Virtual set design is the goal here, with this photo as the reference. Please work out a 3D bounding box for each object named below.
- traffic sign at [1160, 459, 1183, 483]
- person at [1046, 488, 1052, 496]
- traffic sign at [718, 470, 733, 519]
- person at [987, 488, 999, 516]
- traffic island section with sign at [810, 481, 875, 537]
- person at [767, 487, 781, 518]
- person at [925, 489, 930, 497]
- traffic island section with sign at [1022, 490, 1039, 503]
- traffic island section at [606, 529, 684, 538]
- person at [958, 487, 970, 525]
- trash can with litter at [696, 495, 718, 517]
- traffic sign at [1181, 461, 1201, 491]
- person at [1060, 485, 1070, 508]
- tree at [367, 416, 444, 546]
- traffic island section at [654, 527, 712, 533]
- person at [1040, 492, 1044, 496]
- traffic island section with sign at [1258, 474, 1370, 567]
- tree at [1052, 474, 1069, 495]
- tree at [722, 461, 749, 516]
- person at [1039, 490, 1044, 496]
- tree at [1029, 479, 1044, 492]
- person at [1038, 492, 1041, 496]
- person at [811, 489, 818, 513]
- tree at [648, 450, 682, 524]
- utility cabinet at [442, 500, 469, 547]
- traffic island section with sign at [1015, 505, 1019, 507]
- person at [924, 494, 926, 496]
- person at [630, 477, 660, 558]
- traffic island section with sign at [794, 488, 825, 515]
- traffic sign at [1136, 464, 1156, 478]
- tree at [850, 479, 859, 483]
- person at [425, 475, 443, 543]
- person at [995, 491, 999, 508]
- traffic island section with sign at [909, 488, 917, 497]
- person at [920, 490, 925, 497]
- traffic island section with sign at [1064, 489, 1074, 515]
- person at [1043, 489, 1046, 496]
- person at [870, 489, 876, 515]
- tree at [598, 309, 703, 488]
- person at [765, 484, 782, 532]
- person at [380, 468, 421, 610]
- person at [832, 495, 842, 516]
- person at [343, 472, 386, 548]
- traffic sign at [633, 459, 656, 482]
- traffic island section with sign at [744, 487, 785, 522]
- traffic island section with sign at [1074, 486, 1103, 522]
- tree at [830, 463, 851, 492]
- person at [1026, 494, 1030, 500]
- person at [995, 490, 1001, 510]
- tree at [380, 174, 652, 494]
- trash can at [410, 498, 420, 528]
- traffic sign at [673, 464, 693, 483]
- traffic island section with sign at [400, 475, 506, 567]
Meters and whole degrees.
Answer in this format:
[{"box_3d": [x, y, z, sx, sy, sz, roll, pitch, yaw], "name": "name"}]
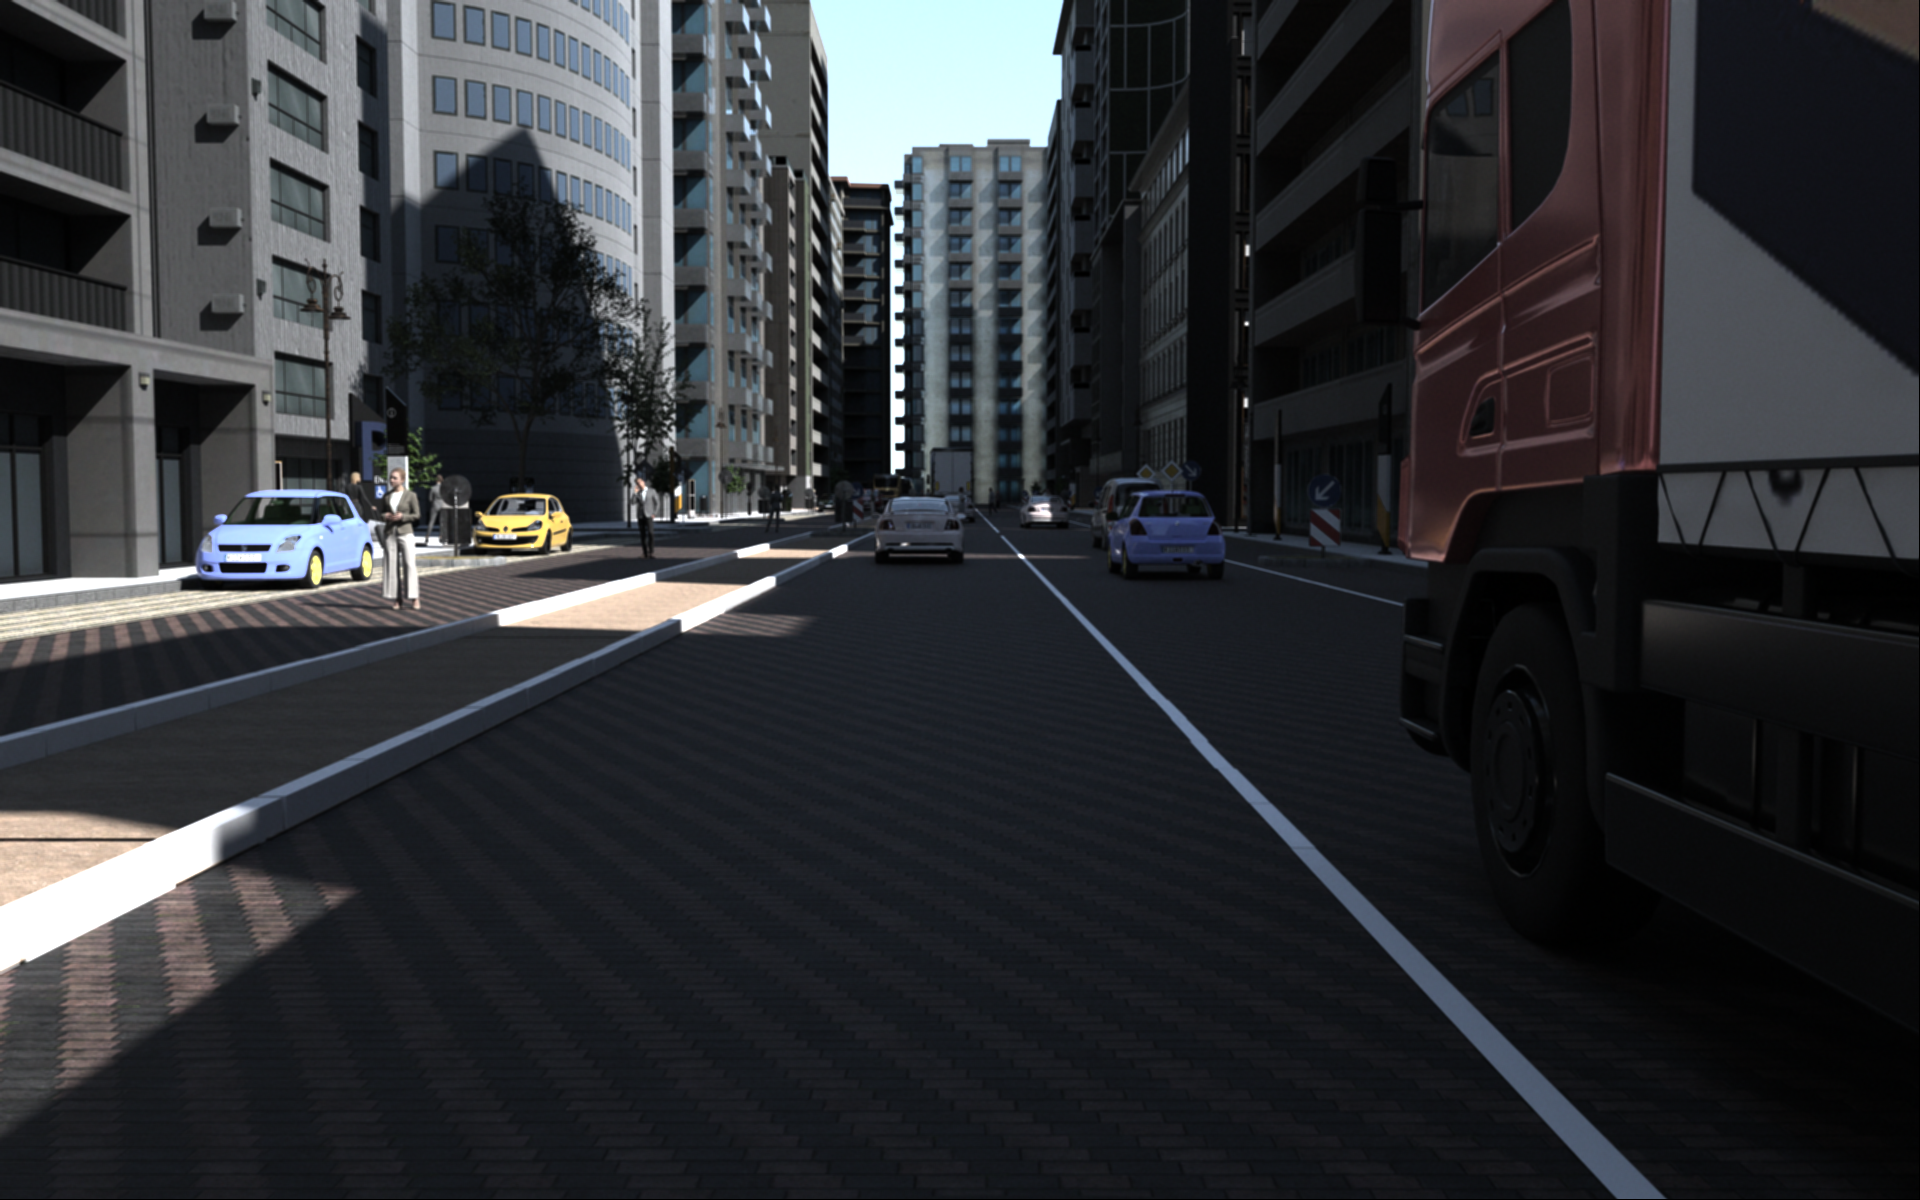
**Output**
[{"box_3d": [7.068, -3.395, 57.698, 0.795, 2.593, 0.064, 0, 3, 0], "name": "traffic sign"}, {"box_3d": [5.177, -5.734, 102.586, 0.599, 1.781, 0.374, 3, 4, 37], "name": "person"}, {"box_3d": [-12.220, -5.522, 90.383, 0.768, 2.556, 0.104, 0, 4, 0], "name": "traffic sign"}, {"box_3d": [2.160, -6.508, 114.750, 0.795, 1.843, 0.661, -2, 4, -25], "name": "person"}, {"box_3d": [-3.934, -3.051, 58.027, 2.006, 1.907, 1.989, 0, 3, 0], "name": "traffic island section with sign"}, {"box_3d": [-10.061, -5.223, 93.777, 0.818, 1.842, 0.514, 0, 4, 5], "name": "person"}, {"box_3d": [-2.235, -6.716, 118.499, 0.606, 1.804, 0.583, -3, 5, -45], "name": "person"}, {"box_3d": [7.168, -9.735, 167.801, 1.989, 1.847, 2.006, 0, 3, 0], "name": "traffic island section with sign"}, {"box_3d": [-10.550, -2.172, 57.798, 2.009, 0.180, 2.903, 0, 3, 0], "name": "traffic island section"}, {"box_3d": [0.163, -4.344, 80.092, 0.524, 1.755, 0.480, -1, 4, -10], "name": "person"}, {"box_3d": [-13.996, -5.188, 95.880, 2.233, 1.210, 1.678, 3, 4, 37], "name": "trash can with litter"}, {"box_3d": [8.773, -4.023, 65.884, 0.768, 2.556, 0.104, 0, 4, 8], "name": "traffic sign"}, {"box_3d": [4.974, -4.492, 81.751, 0.447, 1.846, 0.655, -2, 4, -29], "name": "person"}, {"box_3d": [-13.618, -2.955, 42.911, 1.663, 3.219, 1.824, 0, 3, 0], "name": "tree"}, {"box_3d": [-10.545, -2.661, 65.783, 2.009, 0.180, 2.903, 0, 3, 0], "name": "traffic island section"}, {"box_3d": [9.918, -12.006, 202.368, 1.348, 1.821, 0.705, -2, 4, -25], "name": "person"}, {"box_3d": [7.087, -1.610, 34.944, 1.989, 1.847, 2.006, 0, 3, 0], "name": "traffic island section with sign"}, {"box_3d": [9.303, -10.114, 159.968, 1.663, 3.219, 1.824, 0, 3, 0], "name": "tree"}, {"box_3d": [-13.363, -6.515, 101.128, 1.663, 3.219, 1.824, 0, 3, 0], "name": "tree"}, {"box_3d": [9.948, -12.165, 204.881, 1.348, 1.831, 0.705, -1, 4, -9], "name": "person"}, {"box_3d": [9.447, -13.559, 216.288, 1.663, 3.219, 1.824, 0, 3, 0], "name": "tree"}, {"box_3d": [9.922, -12.931, 217.915, 0.683, 1.767, 0.568, 2, 4, 33], "name": "person"}, {"box_3d": [-11.029, -7.514, 131.537, 0.526, 1.800, 0.537, 0, 4, -7], "name": "person"}, {"box_3d": [-13.845, -5.210, 79.786, 1.663, 3.219, 1.824, 0, 3, 0], "name": "tree"}, {"box_3d": [-12.100, -2.008, 41.514, 0.318, 1.500, 1.173, 0, 4, 0], "name": "utility cabinet"}, {"box_3d": [7.185, -11.404, 195.080, 1.989, 1.847, 2.006, 0, 3, 0], "name": "traffic island section with sign"}, {"box_3d": [-3.438, -10.496, 180.829, 1.217, 1.743, 0.721, -1, 4, -18], "name": "person"}, {"box_3d": [-7.044, -1.841, 38.788, 0.592, 1.802, 0.473, 1, 4, 23], "name": "person"}, {"box_3d": [-10.185, -6.650, 117.356, 1.989, 1.847, 2.006, 0, 3, 0], "name": "traffic island section with sign"}, {"box_3d": [7.073, -3.883, 65.683, 0.795, 2.593, 0.064, 0, 3, 0], "name": "traffic sign"}, {"box_3d": [-13.233, -13.706, 218.686, 1.663, 3.219, 1.824, 0, 3, 0], "name": "tree"}, {"box_3d": [-13.766, -2.398, 45.530, 0.573, 1.790, 0.520, 3, 5, 44], "name": "person"}, {"box_3d": [3.912, -10.650, 182.766, 0.705, 1.807, 1.348, 2, 4, 34], "name": "person"}, {"box_3d": [-3.877, -8.100, 140.573, 2.006, 1.907, 1.989, 0, 3, 0], "name": "traffic island section with sign"}, {"box_3d": [-3.067, -8.176, 142.724, 0.434, 1.755, 0.990, 2, 4, 30], "name": "person"}, {"box_3d": [7.139, -6.705, 118.249, 1.989, 1.847, 2.006, 0, 3, 0], "name": "traffic island section with sign"}, {"box_3d": [6.017, -6.902, 121.577, 0.478, 1.798, 0.641, 0, 4, -4], "name": "person"}, {"box_3d": [-5.512, -6.174, 109.990, 0.362, 1.759, 0.519, 0, 4, 4], "name": "person"}, {"box_3d": [-12.737, -7.312, 69.912, 4.737, 8.622, 4.395, 0, 3, 0], "name": "tree"}, {"box_3d": [-7.002, -3.440, 65.018, 0.573, 1.790, 0.520, 3, 4, 39], "name": "person"}, {"box_3d": [-6.981, -0.762, 21.511, 0.519, 1.759, 0.362, 0, 4, 5], "name": "person"}, {"box_3d": [-7.628, -6.090, 108.427, 0.721, 1.781, 0.623, 0, 4, 0], "name": "person"}, {"box_3d": [-14.124, -2.136, 41.182, 1.509, 1.804, 0.699, 2, 4, 35], "name": "person"}, {"box_3d": [-10.527, -3.397, 57.731, 0.795, 2.593, 0.064, 0, 3, 0], "name": "traffic sign"}, {"box_3d": [-10.196, -5.001, 90.401, 1.989, 1.847, 2.006, 0, 3, 0], "name": "traffic island section with sign"}, {"box_3d": [7.132, -5.004, 90.445, 1.989, 1.847, 2.006, 0, 3, 0], "name": "traffic island section with sign"}, {"box_3d": [-13.019, -12.119, 181.854, 4.285, 4.588, 4.351, 0, 3, 0], "name": "tree"}, {"box_3d": [7.440, -10.797, 188.221, 0.628, 1.438, 0.799, -3, 5, -40], "name": "person"}, {"box_3d": [3.472, -9.078, 157.458, 0.617, 1.759, 0.750, 0, 4, -6], "name": "person"}, {"box_3d": [-13.243, -7.164, 51.550, 8.767, 10.594, 7.601, 0, 4, -3], "name": "tree"}, {"box_3d": [-20.807, -3.301, 65.618, 0.748, 1.137, 0.748, 0, 3, 0], "name": "trash can"}, {"box_3d": [-10.521, -3.885, 65.716, 0.795, 2.593, 0.064, 0, 3, 0], "name": "traffic sign"}, {"box_3d": [-10.241, -1.600, 34.795, 1.989, 1.847, 2.006, 0, 3, 0], "name": "traffic island section with sign"}]
